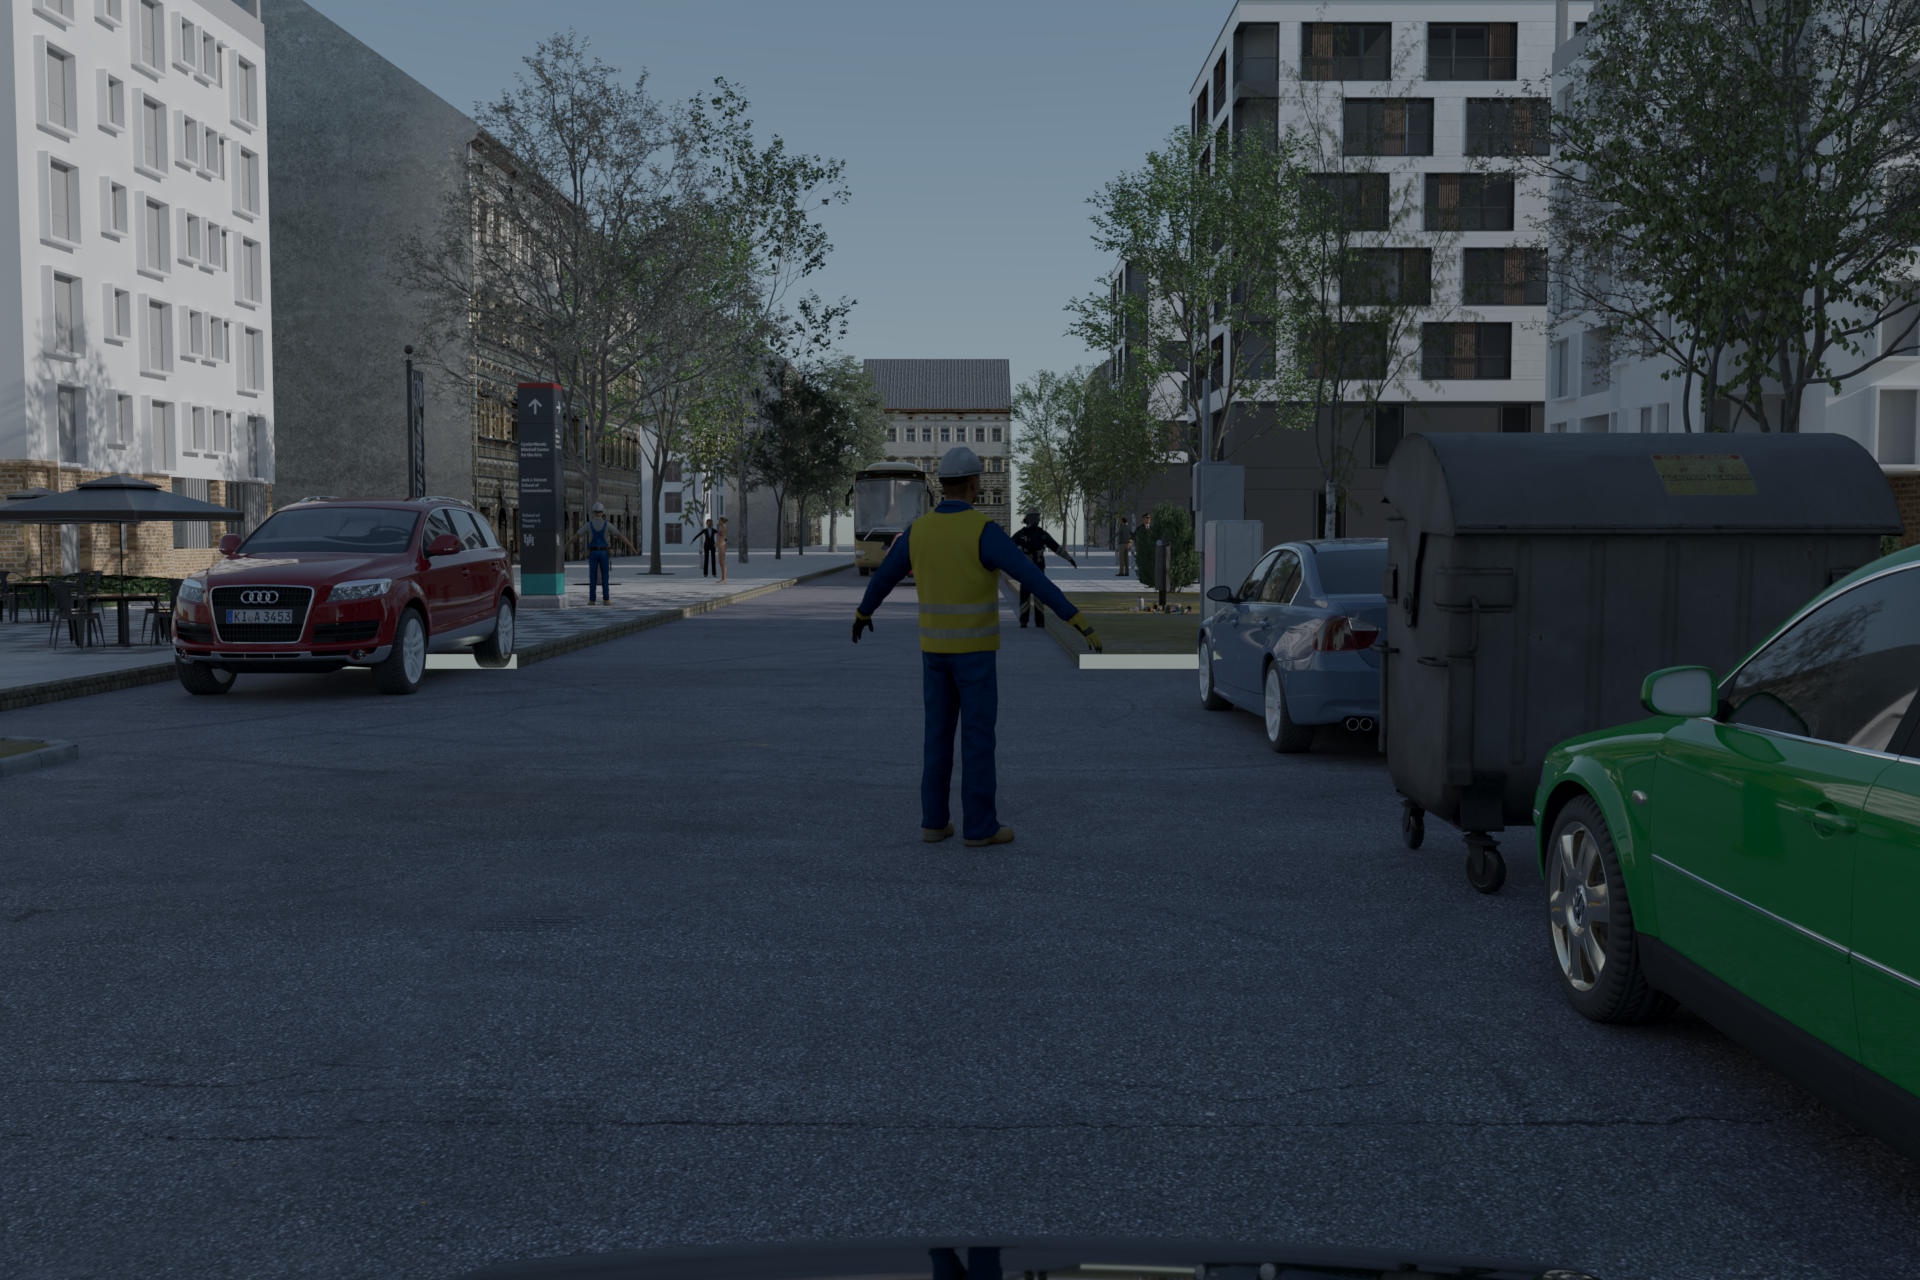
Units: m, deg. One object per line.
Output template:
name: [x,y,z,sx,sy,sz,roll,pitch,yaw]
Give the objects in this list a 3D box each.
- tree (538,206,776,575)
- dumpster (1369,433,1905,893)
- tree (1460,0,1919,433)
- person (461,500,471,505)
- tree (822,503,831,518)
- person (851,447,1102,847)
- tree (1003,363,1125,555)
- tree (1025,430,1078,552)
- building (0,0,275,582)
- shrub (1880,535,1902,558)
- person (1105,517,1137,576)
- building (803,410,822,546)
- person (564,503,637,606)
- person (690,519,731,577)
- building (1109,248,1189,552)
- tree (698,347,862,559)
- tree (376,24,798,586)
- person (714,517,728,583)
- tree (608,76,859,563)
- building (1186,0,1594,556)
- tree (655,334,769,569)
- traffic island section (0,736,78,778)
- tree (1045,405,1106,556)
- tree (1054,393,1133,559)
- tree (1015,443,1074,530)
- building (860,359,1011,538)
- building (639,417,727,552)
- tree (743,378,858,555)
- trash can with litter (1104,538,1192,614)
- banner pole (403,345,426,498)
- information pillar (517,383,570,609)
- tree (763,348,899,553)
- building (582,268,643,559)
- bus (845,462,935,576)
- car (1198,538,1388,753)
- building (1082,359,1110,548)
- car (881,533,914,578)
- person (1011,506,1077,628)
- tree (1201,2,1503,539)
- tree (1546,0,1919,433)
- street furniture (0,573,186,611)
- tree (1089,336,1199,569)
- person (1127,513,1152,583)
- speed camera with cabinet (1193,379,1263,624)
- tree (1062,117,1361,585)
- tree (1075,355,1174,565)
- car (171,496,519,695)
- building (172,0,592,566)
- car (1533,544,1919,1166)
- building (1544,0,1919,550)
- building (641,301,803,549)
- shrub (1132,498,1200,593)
tree: [-9.451,-7.867,54.374,9.928,11.665,9.643,0,3,0]
dumpster: [2.785,0.052,7.373,1.865,1.857,1.264,0,4,-1]
tree: [13.546,-7.207,28.203,12.009,13.543,11.850,0,3,0]
person: [-8.409,-1.446,29.407,0.705,1.858,1.354,-1,4,-9]
tree: [-18.195,-17.055,213.254,7.601,10.594,8.767,0,4,-6]
person: [0.015,0.023,8.044,1.349,1.833,0.705,2,4,31]
tree: [6.375,-11.049,106.406,9.928,11.665,9.643,0,3,0]
tree: [6.199,-10.477,121.667,4.737,8.622,4.395,0,3,0]
building: [-27.728,-11.471,43.969,16.016,20.090,11.380,0,4,0]
shrub: [19.476,-2.020,37.442,1.690,2.028,1.600,0,3,0]
person: [4.968,-2.841,52.725,1.348,1.796,0.705,-3,5,-40]
building: [-25.195,-21.935,189.558,19.493,23.208,18.063,0,4,0]
person: [-6.498,-1.548,31.159,1.347,1.847,0.705,-1,4,-11]
person: [-7.441,-2.742,51.555,1.216,1.740,0.721,-1,4,-13]
building: [25.839,-18.129,140.389,27.936,21.610,32.646,0,3,0]
tree: [-9.201,-9.328,86.918,8.767,10.594,7.601,0,4,-4]
tree: [-9.232,-8.108,42.940,12.009,13.543,11.850,0,3,0]
person: [-6.348,-2.377,45.666,0.721,1.733,1.217,-1,4,-14]
tree: [-10.477,-13.385,74.735,12.611,20.169,13.585,0,3,0]
building: [24.533,-14.605,82.764,27.936,21.610,32.646,0,3,0]
tree: [-9.358,-6.918,63.466,4.737,8.622,4.395,0,3,0]
traffic island section: [-6.626,0.751,10.582,1.991,0.108,1.994,0,3,0]
tree: [6.517,-9.108,99.281,4.360,8.622,3.978,0,3,0]
tree: [6.651,-8.493,89.216,4.737,8.622,4.395,0,3,0]
tree: [10.620,-18.098,214.024,7.486,12.596,7.792,0,3,0]
building: [-2.945,-23.390,215.817,18.063,23.208,19.493,0,4,0]
building: [-23.171,-11.997,138.293,9.099,9.664,28.070,0,4,-1]
tree: [-9.793,-10.398,104.415,8.767,10.594,7.601,1,4,20]
trash can with litter: [3.288,-1.074,28.620,1.678,1.210,2.233,0,3,0]
banner pole: [-7.286,-2.031,23.220,0.401,3.779,0.863,0,4,0]
information pillar: [-7.244,-2.484,29.990,0.750,3.857,0.750,0,4,0]
tree: [-8.854,-13.080,120.515,9.857,13.997,8.962,0,3,0]
building: [-28.074,-15.994,92.430,19.493,23.208,18.063,0,4,0]
bus: [-2.274,-4.361,62.850,2.896,3.916,12.252,0,4,0]
car: [2.881,-0.039,12.638,2.014,1.417,4.499,0,4,-1]
building: [22.037,-20.697,169.316,19.493,23.208,18.063,0,4,0]
car: [-1.174,-2.446,49.036,2.155,1.783,4.494,0,4,0]
person: [1.114,-1.119,26.527,1.354,1.856,0.705,-1,4,-11]
tree: [5.137,-4.565,24.999,4.360,8.622,3.978,0,3,0]
tree: [8.906,-4.258,19.989,4.737,8.622,4.395,0,3,0]
street furniture: [-16.108,-1.036,32.570,10.072,0.657,5.734,3,5,44]
tree: [6.551,-6.931,63.681,4.737,8.622,4.395,0,3,0]
person: [4.896,-2.413,45.382,1.347,1.837,0.705,-2,4,-29]
speed camera with cabinet: [3.333,-1.665,21.553,0.660,3.252,2.038,0,4,0]
tree: [6.322,-7.238,44.105,9.928,11.665,9.643,0,3,0]
tree: [6.576,-7.391,71.208,4.737,8.622,4.395,0,3,0]
car: [-5.887,-0.518,17.139,2.281,1.827,5.304,0,3,0]
building: [-27.364,-14.849,73.709,19.493,23.208,18.063,0,4,1]
car: [2.685,0.311,3.713,1.959,1.807,4.718,0,4,0]
building: [25.387,-12.341,58.201,16.016,20.090,11.380,0,4,0]
building: [-24.760,-20.186,160.969,19.493,23.208,18.063,0,4,0]
shrub: [4.555,-2.071,37.896,1.661,2.075,1.752,0,3,0]
